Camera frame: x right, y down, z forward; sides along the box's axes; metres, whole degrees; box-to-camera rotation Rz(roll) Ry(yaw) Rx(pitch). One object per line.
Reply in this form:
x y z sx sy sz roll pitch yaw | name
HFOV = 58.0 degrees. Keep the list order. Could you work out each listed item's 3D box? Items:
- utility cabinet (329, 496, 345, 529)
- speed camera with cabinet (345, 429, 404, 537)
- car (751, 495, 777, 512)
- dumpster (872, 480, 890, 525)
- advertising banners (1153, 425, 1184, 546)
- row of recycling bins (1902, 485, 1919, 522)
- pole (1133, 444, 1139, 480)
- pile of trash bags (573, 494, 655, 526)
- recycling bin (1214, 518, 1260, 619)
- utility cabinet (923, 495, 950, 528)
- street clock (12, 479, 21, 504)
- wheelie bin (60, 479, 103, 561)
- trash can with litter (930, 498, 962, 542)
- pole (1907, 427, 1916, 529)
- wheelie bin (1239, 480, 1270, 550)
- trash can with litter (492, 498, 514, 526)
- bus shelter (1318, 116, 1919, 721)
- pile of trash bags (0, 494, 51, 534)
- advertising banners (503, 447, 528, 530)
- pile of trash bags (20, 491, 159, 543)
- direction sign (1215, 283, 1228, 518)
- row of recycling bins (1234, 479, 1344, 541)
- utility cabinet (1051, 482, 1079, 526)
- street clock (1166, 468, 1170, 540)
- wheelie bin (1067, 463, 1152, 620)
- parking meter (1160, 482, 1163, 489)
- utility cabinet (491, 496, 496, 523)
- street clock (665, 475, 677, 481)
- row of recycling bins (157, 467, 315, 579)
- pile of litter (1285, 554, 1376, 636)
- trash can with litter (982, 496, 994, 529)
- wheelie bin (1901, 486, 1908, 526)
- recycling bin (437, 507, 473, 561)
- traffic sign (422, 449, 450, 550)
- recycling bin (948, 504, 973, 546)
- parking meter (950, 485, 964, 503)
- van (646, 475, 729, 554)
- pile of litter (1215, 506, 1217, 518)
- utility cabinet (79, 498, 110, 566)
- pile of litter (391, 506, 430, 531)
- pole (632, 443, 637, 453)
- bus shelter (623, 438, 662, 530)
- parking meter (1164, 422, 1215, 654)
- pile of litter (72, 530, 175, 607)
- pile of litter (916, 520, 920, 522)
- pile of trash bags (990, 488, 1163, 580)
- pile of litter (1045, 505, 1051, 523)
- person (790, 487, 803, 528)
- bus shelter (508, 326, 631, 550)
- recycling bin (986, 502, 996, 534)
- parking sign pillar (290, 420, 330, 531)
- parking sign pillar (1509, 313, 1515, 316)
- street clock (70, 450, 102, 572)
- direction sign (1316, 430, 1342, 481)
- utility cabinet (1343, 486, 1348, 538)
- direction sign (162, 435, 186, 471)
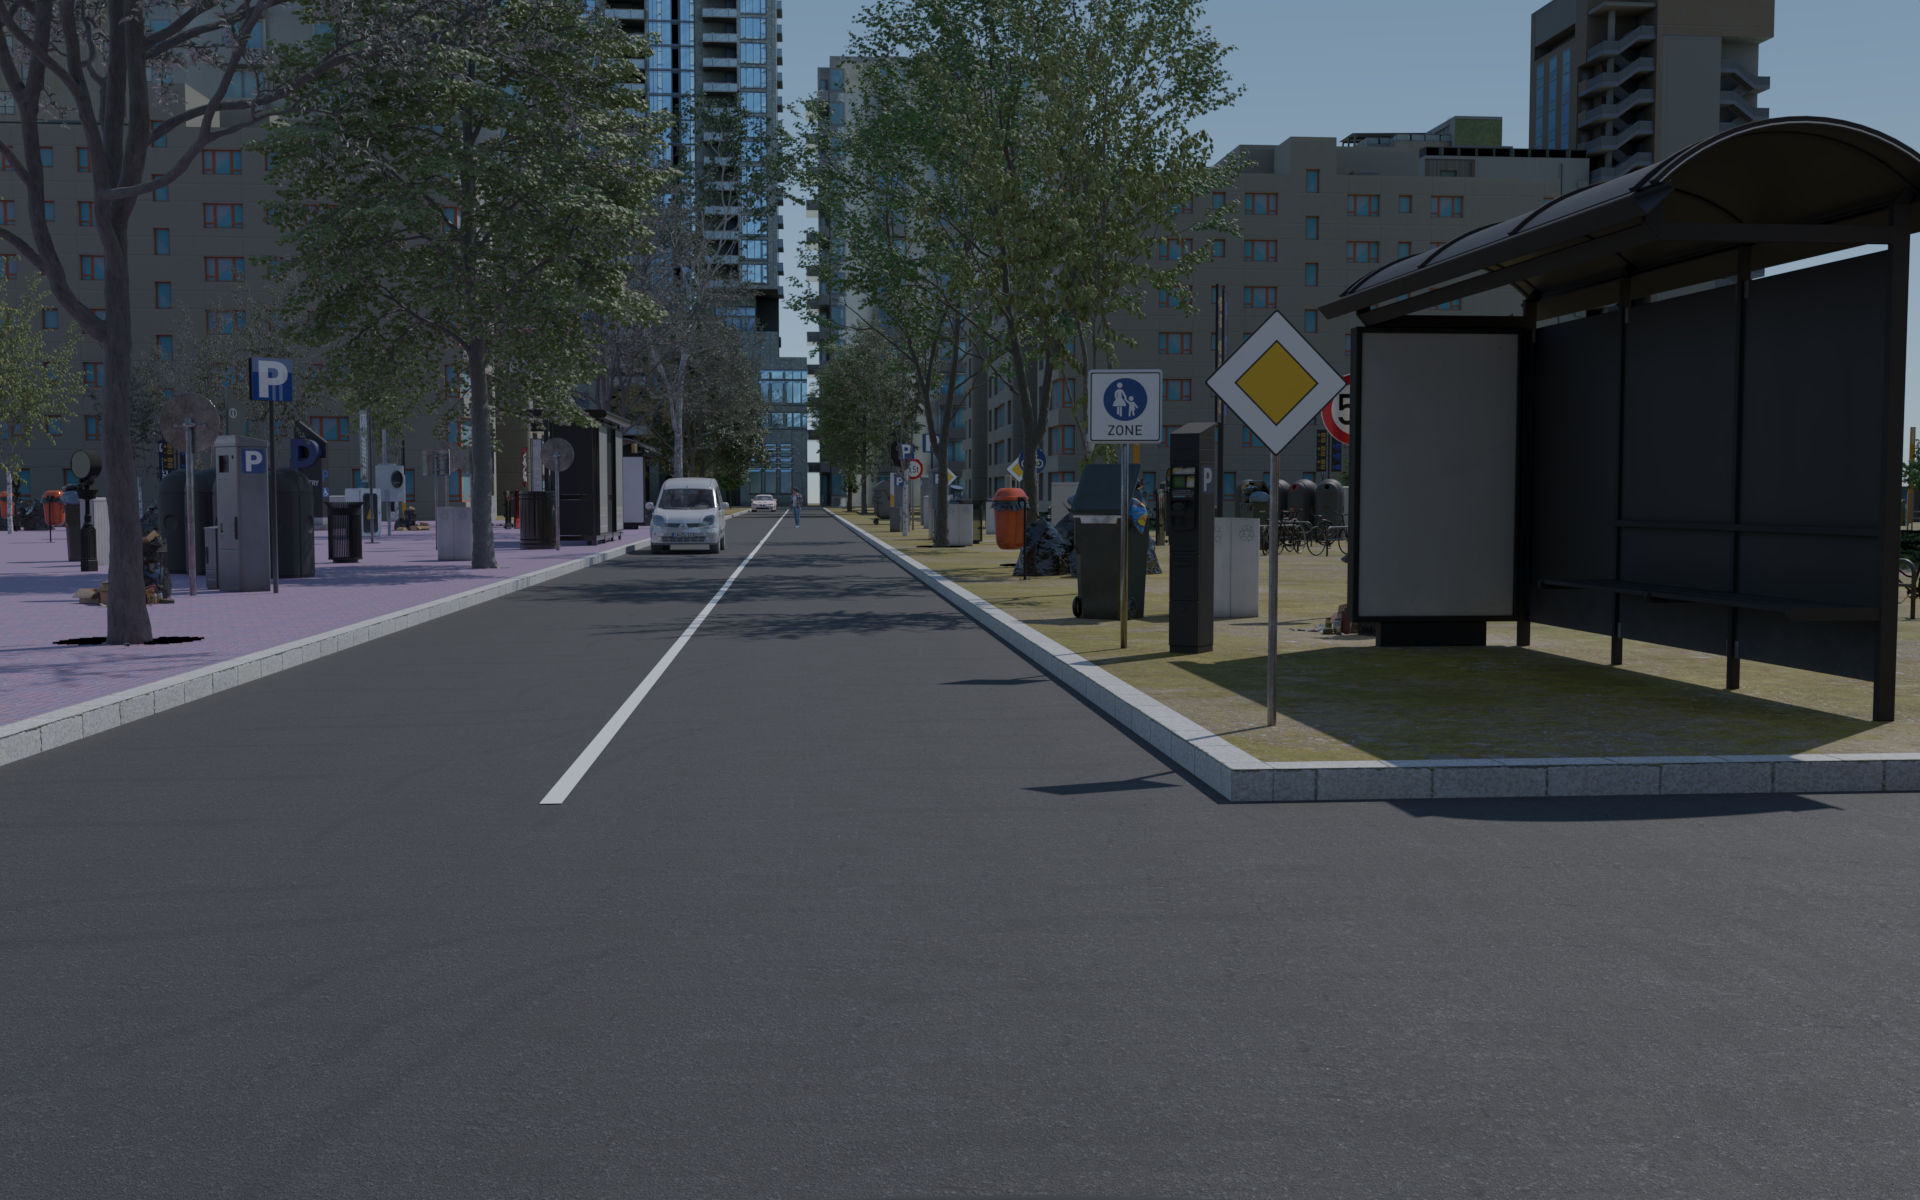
-23.143 -3.267 64.571 1.020 1.237 0.306 2 4 26 | utility cabinet
-17.640 -3.540 52.218 0.660 3.252 2.038 1 4 21 | speed camera with cabinet
-15.854 -7.813 140.101 2.083 1.381 4.827 0 4 -3 | car
-3.039 -4.118 73.093 1.264 1.857 1.865 0 4 -5 | dumpster
5.356 -2.893 43.489 0.090 3.025 2.074 2 4 33 | advertising banners
43.997 -4.432 79.574 1.069 1.692 3.534 0 4 -4 | row of recycling bins
5.471 -3.669 53.837 0.158 3.312 0.155 0 3 0 | pole
-13.950 -3.655 69.517 3.447 1.369 1.912 -3 4 -36 | pile of trash bags
2.671 -0.346 18.208 0.722 1.027 0.722 -1 4 -19 | recycling bin
-0.882 -3.260 64.459 1.020 1.237 0.306 3 4 36 | utility cabinet
-39.705 -4.180 72.905 0.358 2.002 0.471 -1 4 -16 | street clock
-16.797 -1.543 33.141 0.693 1.594 0.980 -1 4 -23 | wheelie bin
-0.285 -2.119 46.040 0.624 1.170 1.055 3 4 36 | trash can with litter
28.897 -3.595 52.615 0.158 3.312 0.155 0 3 0 | pole
6.880 -1.969 40.099 0.693 1.594 0.980 -1 4 -23 | wheelie bin
-18.416 -3.590 69.761 1.678 1.210 2.233 2 4 35 | trash can with litter
4.284 -1.109 12.056 2.014 3.302 5.546 0 4 -5 | bus shelter
-32.837 -3.097 60.392 1.912 1.369 3.447 -1 4 -16 | pile of trash bags
-16.265 -4.117 63.499 0.090 3.025 2.074 1 4 11 | advertising banners
-22.590 -2.212 45.922 3.447 1.369 1.912 0 4 -1 | pile of trash bags
2.878 -1.659 19.123 0.379 3.537 0.876 1 4 15 | direction sign
9.272 -2.553 48.850 3.534 1.692 1.069 3 5 44 | row of recycling bins
2.213 -1.444 32.287 0.318 1.500 1.173 -3 4 -39 | utility cabinet
5.882 -2.647 47.853 0.358 2.002 0.471 -1 4 -16 | street clock
1.550 -0.612 17.914 0.980 1.594 0.693 2 4 31 | wheelie bin
9.456 -4.574 80.496 0.255 1.863 0.399 2 4 31 | parking meter
-21.092 -4.073 77.749 0.306 1.237 1.020 0 4 -3 | utility cabinet
-10.860 -3.706 65.170 0.471 2.002 0.358 3 4 38 | street clock
-11.477 -1.238 27.350 3.534 1.692 1.069 2 4 35 | row of recycling bins
3.904 -0.123 15.972 1.176 0.858 1.719 -3 4 -38 | pile of litter
1.508 -3.191 63.234 2.233 1.210 1.678 -3 5 -39 | trash can with litter
38.078 -3.808 70.174 0.693 1.594 0.980 -3 4 -39 | wheelie bin
-9.657 -1.287 33.590 0.722 1.027 0.722 1 4 9 | recycling bin
-11.952 -2.288 39.534 0.606 2.300 0.079 0 4 -3 | traffic sign
-0.096 -1.856 42.897 0.722 1.027 0.722 -1 4 -10 | recycling bin
-0.086 -2.417 47.921 0.372 1.533 0.369 0 3 0 | parking meter
-6.716 -2.196 42.919 2.013 2.044 4.112 0 4 -5 | van
9.712 -3.320 68.253 1.719 0.858 1.176 -3 4 -38 | pile of litter
-15.392 -1.228 31.234 0.306 1.237 1.020 1 4 10 | utility cabinet
-19.161 -2.869 60.869 1.719 0.858 1.176 -2 4 -30 | pile of litter
-12.780 -4.539 68.054 0.158 3.312 0.155 0 3 0 | pole
-12.403 -4.349 65.036 2.014 3.302 5.546 0 4 -5 | bus shelter
1.876 -0.508 14.015 0.255 1.863 0.399 2 4 32 | parking meter
-9.822 -0.392 20.379 1.176 0.858 1.719 -1 4 -10 | pile of litter
-1.303 -4.022 79.730 1.176 0.858 1.719 -2 4 -32 | pile of litter
1.631 -1.060 27.082 1.912 1.369 3.447 3 4 37 | pile of trash bags
4.095 -3.531 71.702 1.176 0.858 1.719 2 4 34 | pile of litter
-6.963 -3.948 73.893 0.563 1.720 0.643 2 4 29 | person
-9.926 -4.070 44.169 2.179 5.291 8.768 0 4 -5 | bus shelter
1.261 -2.634 55.614 0.722 1.027 0.722 1 4 15 | recycling bin
-22.865 -4.429 60.879 1.447 3.967 1.447 1 4 16 | parking sign pillar
7.760 -2.318 26.365 1.447 3.967 1.447 2 4 29 | parking sign pillar
-14.440 -1.474 28.667 0.471 2.002 0.358 2 4 23 | street clock
12.944 -4.209 60.817 0.876 3.537 0.379 0 4 -1 | direction sign
11.489 -2.515 49.793 1.173 1.500 0.318 0 4 5 | utility cabinet
-26.195 -4.035 57.973 0.876 3.537 0.379 -1 4 -21 | direction sign
